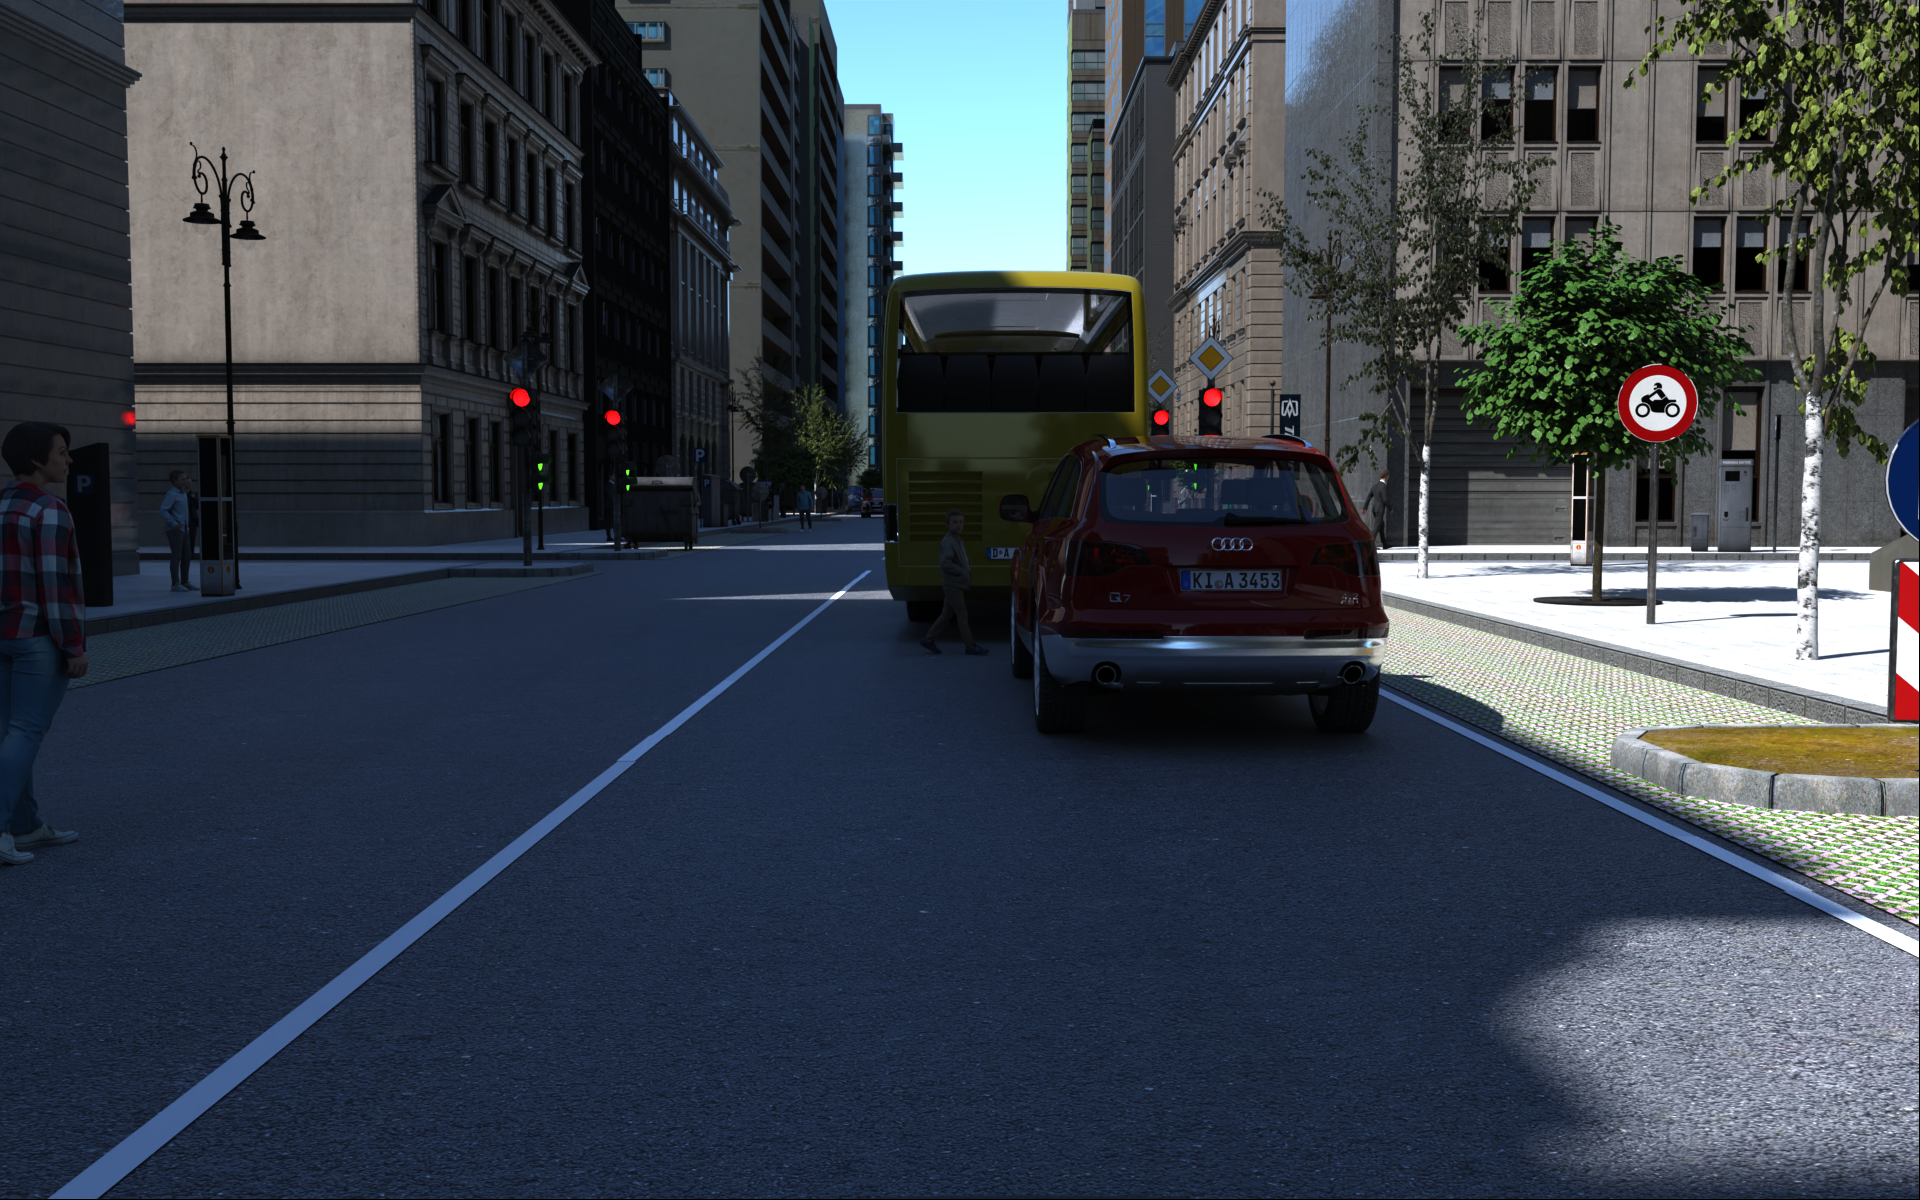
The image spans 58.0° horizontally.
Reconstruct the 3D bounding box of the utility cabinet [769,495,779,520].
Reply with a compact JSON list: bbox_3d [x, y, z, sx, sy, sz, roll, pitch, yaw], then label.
[{"bbox_3d":[-9.425,-4.531,85.251,1.020,1.237,0.306,-1,4,-20],"label":"utility cabinet"}]

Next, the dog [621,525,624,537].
[{"bbox_3d":[-9.893,-2.266,51.432,0.513,0.831,0.800,-1,4,-13],"label":"dog"}]

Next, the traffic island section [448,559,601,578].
[{"bbox_3d":[-7.767,-0.536,31.049,2.009,0.180,2.903,0,4,0],"label":"traffic island section"}]

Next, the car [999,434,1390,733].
[{"bbox_3d":[1.433,-0.199,11.933,2.281,1.827,5.304,0,4,-1],"label":"car"}]

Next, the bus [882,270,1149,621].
[{"bbox_3d":[0.619,-1.888,22.415,2.896,3.916,12.252,0,4,1],"label":"bus"}]

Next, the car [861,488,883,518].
[{"bbox_3d":[-4.880,-5.945,105.878,2.281,1.827,5.304,0,4,2],"label":"car"}]

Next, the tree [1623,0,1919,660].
[{"bbox_3d":[6.798,-3.838,13.112,4.737,8.622,4.395,0,3,0],"label":"tree"}]

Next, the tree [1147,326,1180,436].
[{"bbox_3d":[6.877,-7.371,70.881,4.360,8.622,3.978,0,3,0],"label":"tree"}]

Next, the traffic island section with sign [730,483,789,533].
[{"bbox_3d":[-7.329,-3.364,63.636,1.989,1.847,2.006,0,4,0],"label":"traffic island section with sign"}]

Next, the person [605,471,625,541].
[{"bbox_3d":[-9.385,-2.546,47.027,0.474,1.900,0.648,-2,4,-26],"label":"person"}]

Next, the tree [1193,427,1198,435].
[{"bbox_3d":[6.937,-3.415,50.443,1.663,3.219,1.824,0,3,0],"label":"tree"}]

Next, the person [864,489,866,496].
[{"bbox_3d":[-9.180,-9.917,168.868,0.721,1.739,1.217,0,4,-6],"label":"person"}]

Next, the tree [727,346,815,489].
[{"bbox_3d":[-9.489,-8.369,87.200,4.360,8.622,3.978,0,3,0],"label":"tree"}]

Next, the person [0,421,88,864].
[{"bbox_3d":[-3.735,0.150,6.886,0.563,1.720,0.643,2,4,31],"label":"person"}]

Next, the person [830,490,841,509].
[{"bbox_3d":[-10.508,-8.589,146.548,0.705,1.814,1.350,3,4,37],"label":"person"}]

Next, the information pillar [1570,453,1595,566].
[{"bbox_3d":[11.077,-1.609,30.804,0.304,2.012,0.304,3,5,42],"label":"information pillar"}]

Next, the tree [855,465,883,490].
[{"bbox_3d":[-9.785,-12.665,190.786,4.285,4.588,4.351,0,3,0],"label":"tree"}]

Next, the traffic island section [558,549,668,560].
[{"bbox_3d":[-7.738,-1.025,39.034,2.009,0.180,2.903,0,4,0],"label":"traffic island section"}]

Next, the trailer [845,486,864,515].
[{"bbox_3d":[-7.102,-6.800,118.226,1.471,1.999,3.904,0,4,-1],"label":"trailer"}]

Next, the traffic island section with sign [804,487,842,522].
[{"bbox_3d":[-7.221,-5.013,90.591,1.989,1.847,2.006,0,4,0],"label":"traffic island section with sign"}]

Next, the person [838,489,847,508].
[{"bbox_3d":[-10.775,-9.346,159.377,0.617,1.759,0.750,1,4,22],"label":"person"}]

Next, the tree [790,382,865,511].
[{"bbox_3d":[-9.338,-9.986,113.638,4.737,8.622,4.395,0,3,0],"label":"tree"}]

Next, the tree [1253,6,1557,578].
[{"bbox_3d":[6.889,-4.645,26.301,4.360,8.622,3.978,0,3,0],"label":"tree"}]

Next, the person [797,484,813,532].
[{"bbox_3d":[-5.859,-3.498,65.714,0.660,1.820,0.620,1,4,11],"label":"person"}]

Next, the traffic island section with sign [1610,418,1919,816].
[{"bbox_3d":[4.402,0.002,8.597,1.989,1.847,2.006,0,4,0],"label":"traffic island section with sign"}]

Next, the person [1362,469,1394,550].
[{"bbox_3d":[9.731,-2.085,39.917,0.755,1.850,0.659,-1,4,-15],"label":"person"}]

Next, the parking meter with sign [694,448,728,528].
[{"bbox_3d":[-9.555,-4.312,66.767,0.543,3.016,1.738,1,4,23],"label":"parking meter with sign"}]

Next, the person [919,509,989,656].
[{"bbox_3d":[-0.052,-0.164,15.449,0.640,1.303,0.475,0,4,4],"label":"person"}]

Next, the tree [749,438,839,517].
[{"bbox_3d":[-9.712,-7.232,101.957,4.285,4.588,4.351,0,3,0],"label":"tree"}]

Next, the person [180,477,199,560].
[{"bbox_3d":[-15.224,-1.533,33.986,0.534,1.772,0.576,2,4,28],"label":"person"}]

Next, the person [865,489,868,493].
[{"bbox_3d":[-9.263,-10.006,170.374,0.721,1.736,1.217,-3,4,-36],"label":"person"}]

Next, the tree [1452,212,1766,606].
[{"bbox_3d":[7.563,-2.236,20.277,4.285,4.588,4.351,0,3,0],"label":"tree"}]

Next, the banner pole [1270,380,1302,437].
[{"bbox_3d":[7.111,-2.949,38.228,0.863,3.779,0.401,0,4,-2],"label":"banner pole"}]

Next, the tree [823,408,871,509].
[{"bbox_3d":[-9.739,-12.118,148.488,4.360,8.622,3.978,0,3,0],"label":"tree"}]

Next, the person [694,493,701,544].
[{"bbox_3d":[-7.769,-2.520,49.899,0.606,1.804,0.583,0,4,-1],"label":"person"}]

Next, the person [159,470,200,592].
[{"bbox_3d":[-10.297,-0.916,22.825,0.330,1.601,0.589,1,4,11],"label":"person"}]

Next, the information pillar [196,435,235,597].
[{"bbox_3d":[-9.320,-1.052,21.700,0.304,2.012,0.304,0,4,8],"label":"information pillar"}]
